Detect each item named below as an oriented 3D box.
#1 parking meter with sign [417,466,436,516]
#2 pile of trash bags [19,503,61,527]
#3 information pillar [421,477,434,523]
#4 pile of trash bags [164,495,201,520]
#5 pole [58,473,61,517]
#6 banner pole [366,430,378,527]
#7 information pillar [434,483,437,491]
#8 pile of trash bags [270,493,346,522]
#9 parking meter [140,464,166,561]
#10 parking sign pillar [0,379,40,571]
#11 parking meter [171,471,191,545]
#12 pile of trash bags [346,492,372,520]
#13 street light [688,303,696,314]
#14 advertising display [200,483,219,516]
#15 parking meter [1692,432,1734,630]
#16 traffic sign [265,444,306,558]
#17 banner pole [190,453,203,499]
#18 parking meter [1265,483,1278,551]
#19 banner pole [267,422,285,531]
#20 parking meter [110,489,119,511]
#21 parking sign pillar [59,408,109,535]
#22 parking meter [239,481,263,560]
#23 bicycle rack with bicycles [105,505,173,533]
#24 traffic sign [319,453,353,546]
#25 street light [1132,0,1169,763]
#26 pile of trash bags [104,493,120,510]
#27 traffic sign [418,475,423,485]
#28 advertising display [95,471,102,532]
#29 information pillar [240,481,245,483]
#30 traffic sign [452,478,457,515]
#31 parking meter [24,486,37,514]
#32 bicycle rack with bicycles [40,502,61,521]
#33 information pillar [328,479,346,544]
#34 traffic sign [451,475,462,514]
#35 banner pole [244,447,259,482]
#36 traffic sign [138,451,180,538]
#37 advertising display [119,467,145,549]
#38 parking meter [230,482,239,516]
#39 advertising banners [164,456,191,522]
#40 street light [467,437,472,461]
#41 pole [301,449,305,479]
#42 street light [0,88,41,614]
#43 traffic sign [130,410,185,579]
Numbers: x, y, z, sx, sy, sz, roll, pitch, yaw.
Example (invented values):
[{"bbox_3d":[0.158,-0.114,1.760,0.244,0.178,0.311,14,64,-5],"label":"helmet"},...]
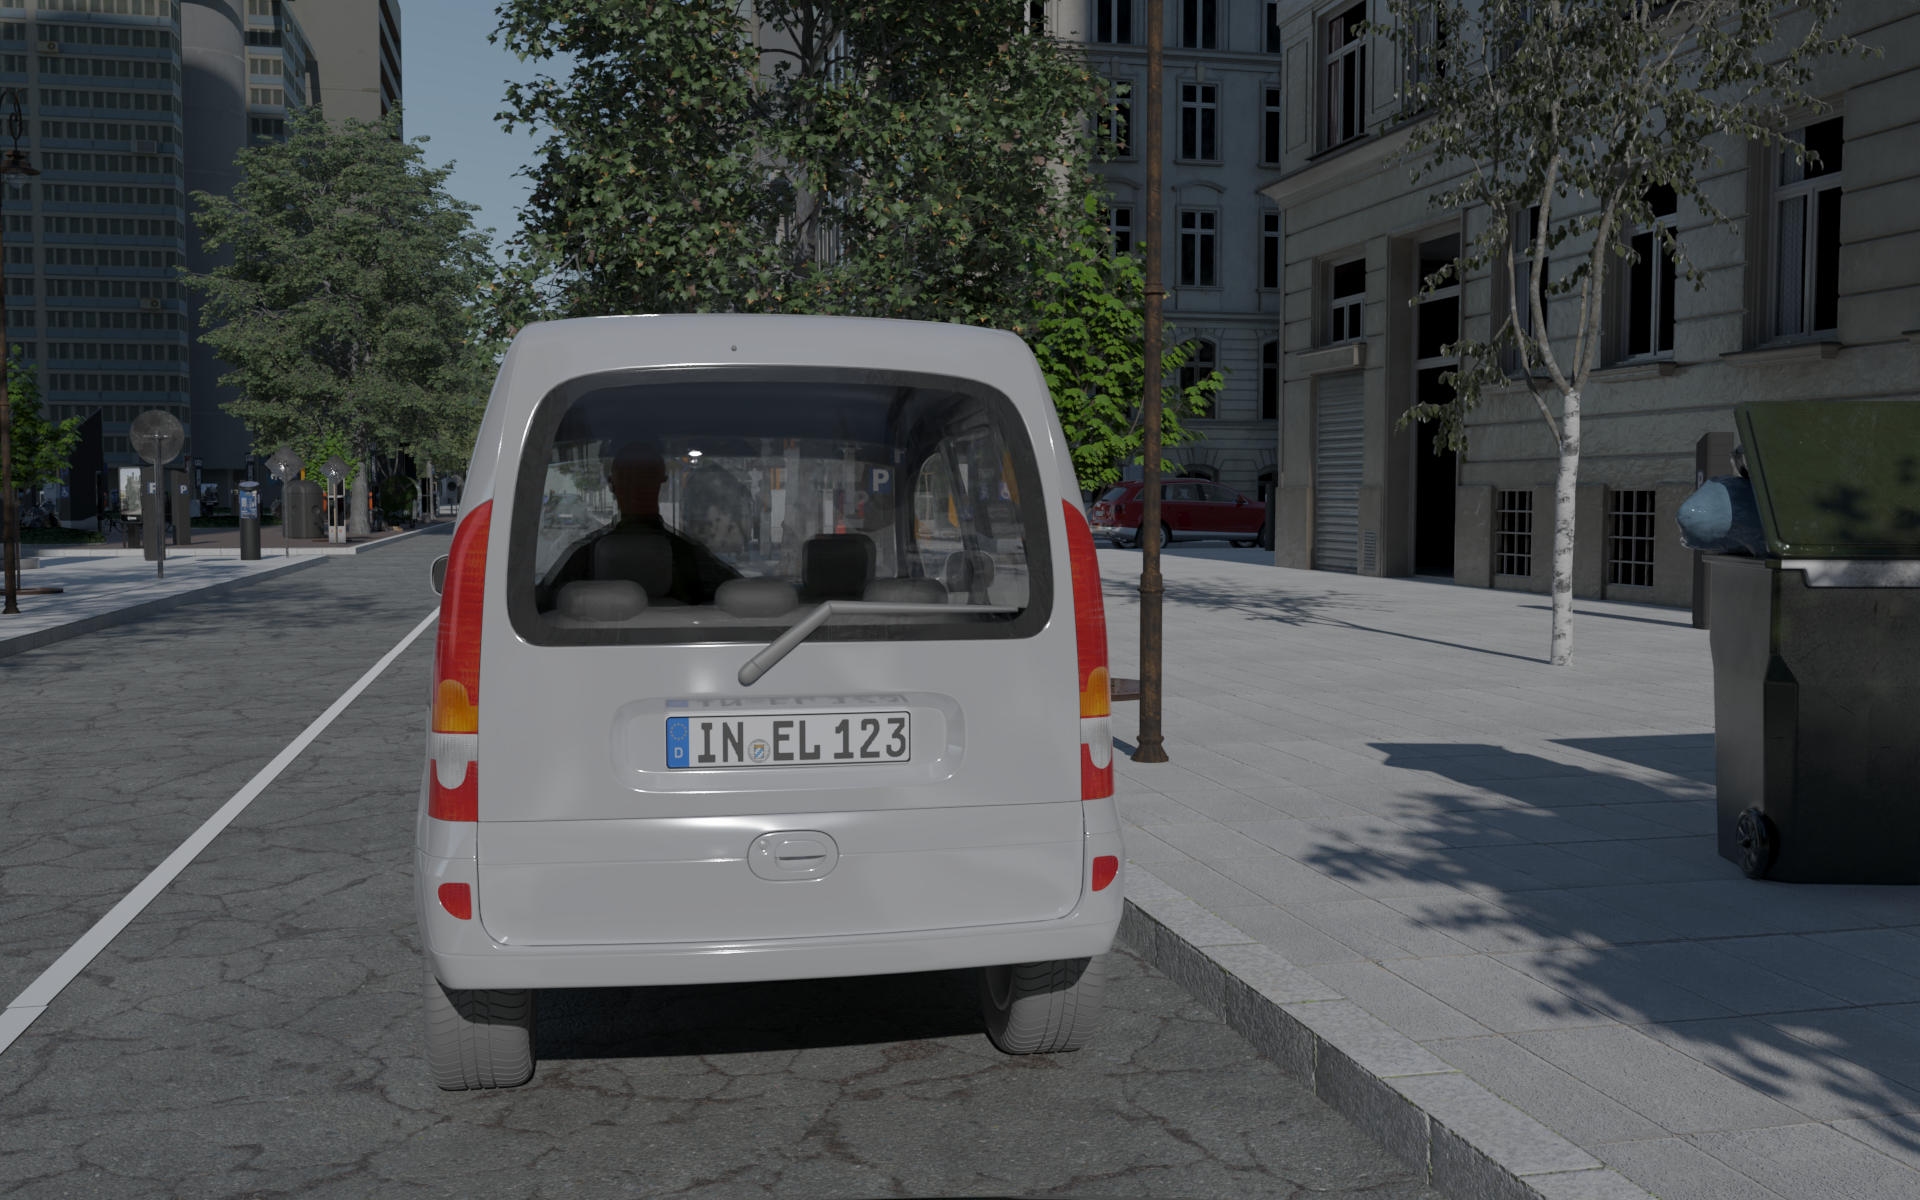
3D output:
[{"bbox_3d":[-31.626,-6.501,102.545,0.543,3.016,1.738,0,4,6],"label":"parking meter with sign"},{"bbox_3d":[-32.318,-3.000,58.804,3.447,1.369,1.912,0,4,7],"label":"pile of trash bags"},{"bbox_3d":[-23.396,-4.365,75.860,0.304,2.012,0.304,1,4,9],"label":"information pillar"},{"bbox_3d":[-38.094,-4.527,83.766,1.912,1.369,3.447,0,4,-2],"label":"pile of trash bags"},{"bbox_3d":[-50.124,-6.273,96.410,0.158,3.312,0.155,0,3,0],"label":"pole"},{"bbox_3d":[-22.859,-4.725,67.275,0.401,3.779,0.863,1,4,15],"label":"banner pole"},{"bbox_3d":[-33.437,-6.450,109.944,0.304,2.012,0.304,2,4,35],"label":"information pillar"},{"bbox_3d":[-30.655,-4.340,80.714,3.447,1.369,1.912,2,4,32],"label":"pile of trash bags"},{"bbox_3d":[-15.512,-1.686,33.280,0.399,1.863,0.255,-2,4,-33],"label":"parking meter"},{"bbox_3d":[-16.522,-2.506,29.442,1.447,3.967,1.447,3,4,39],"label":"parking sign pillar"},{"bbox_3d":[-19.583,-2.315,43.559,0.255,1.863,0.399,2,4,32],"label":"parking meter"},{"bbox_3d":[-30.951,-4.743,87.295,3.447,1.369,1.912,-3,4,-37],"label":"pile of trash bags"},{"bbox_3d":[-5.607,-3.879,36.210,0.468,5.910,1.993,-1,4,-13],"label":"street light"},{"bbox_3d":[-43.739,-5.855,100.950,0.974,1.923,0.123,-1,4,-12],"label":"advertising display"},{"bbox_3d":[7.159,-0.658,16.473,0.255,1.863,0.399,1,4,8],"label":"parking meter"},{"bbox_3d":[-13.541,-1.906,34.813,0.795,2.450,0.064,-1,4,-13],"label":"traffic sign"},{"bbox_3d":[-46.162,-7.012,104.660,0.863,3.779,0.401,-3,4,-36],"label":"banner pole"},{"bbox_3d":[7.071,-1.875,39.062,0.372,1.533,0.369,0,3,0],"label":"parking meter"},{"bbox_3d":[-23.546,-4.269,59.820,0.401,3.779,0.863,3,5,40],"label":"banner pole"},{"bbox_3d":[-45.883,-5.235,94.004,0.372,1.533,0.369,0,3,0],"label":"parking meter"},{"bbox_3d":[-27.359,-4.004,53.938,1.447,3.967,1.447,1,4,21],"label":"parking sign pillar"},{"bbox_3d":[-13.769,-1.539,33.581,0.372,1.533,0.369,0,3,0],"label":"parking meter"},{"bbox_3d":[-27.152,-2.700,57.527,2.852,0.926,2.925,3,5,40],"label":"bicycle rack with bicycles"},{"bbox_3d":[-15.338,-2.382,42.594,0.795,2.450,0.064,-1,4,-13],"label":"traffic sign"},{"bbox_3d":[0.916,-2.164,8.164,0.468,5.910,1.993,-1,4,-13],"label":"street light"},{"bbox_3d":[-46.111,-5.261,95.763,3.447,1.369,1.912,0,4,3],"label":"pile of trash bags"},{"bbox_3d":[-33.050,-6.536,106.860,0.884,2.594,0.081,0,4,-5],"label":"traffic sign"},{"bbox_3d":[-24.593,-2.707,49.469,0.123,1.923,0.974,-2,4,-28],"label":"advertising display"},{"bbox_3d":[-38.835,-5.476,94.032,0.304,2.012,0.304,1,4,13],"label":"information pillar"},{"bbox_3d":[-31.496,-6.437,107.370,0.606,2.300,0.079,-1,4,-13],"label":"traffic sign"},{"bbox_3d":[-37.373,-3.909,69.628,0.399,1.863,0.255,1,4,9],"label":"parking meter"},{"bbox_3d":[-44.014,-4.200,82.045,2.925,0.926,2.852,1,4,20],"label":"bicycle rack with bicycles"},{"bbox_3d":[-15.964,-2.438,44.354,0.304,2.012,0.304,3,4,37],"label":"information pillar"},{"bbox_3d":[-33.207,-6.973,114.115,0.768,2.556,0.104,-1,4,-11],"label":"traffic sign"},{"bbox_3d":[-37.305,-6.206,91.477,0.863,3.779,0.401,-3,4,-36],"label":"banner pole"},{"bbox_3d":[-13.738,-1.810,29.693,0.768,2.556,0.104,0,4,-6],"label":"traffic sign"},{"bbox_3d":[-19.556,-2.186,40.957,0.974,1.923,0.123,2,4,35],"label":"advertising display"},{"bbox_3d":[-35.211,-4.794,84.089,0.255,1.863,0.399,-3,5,-44],"label":"parking meter"},{"bbox_3d":[-35.262,-5.014,78.162,0.090,3.025,2.074,1,4,8],"label":"advertising banners"},{"bbox_3d":[-33.158,-8.844,117.387,0.468,5.910,1.993,-1,4,-13],"label":"street light"},{"bbox_3d":[-29.943,-5.206,78.953,0.158,3.312,0.155,0,3,0],"label":"pole"},{"bbox_3d":[-10.172,-2.789,18.393,0.468,5.910,1.993,-1,4,-13],"label":"street light"},{"bbox_3d":[-12.154,-1.599,26.256,0.768,2.556,0.104,-1,4,-12],"label":"traffic sign"}]
